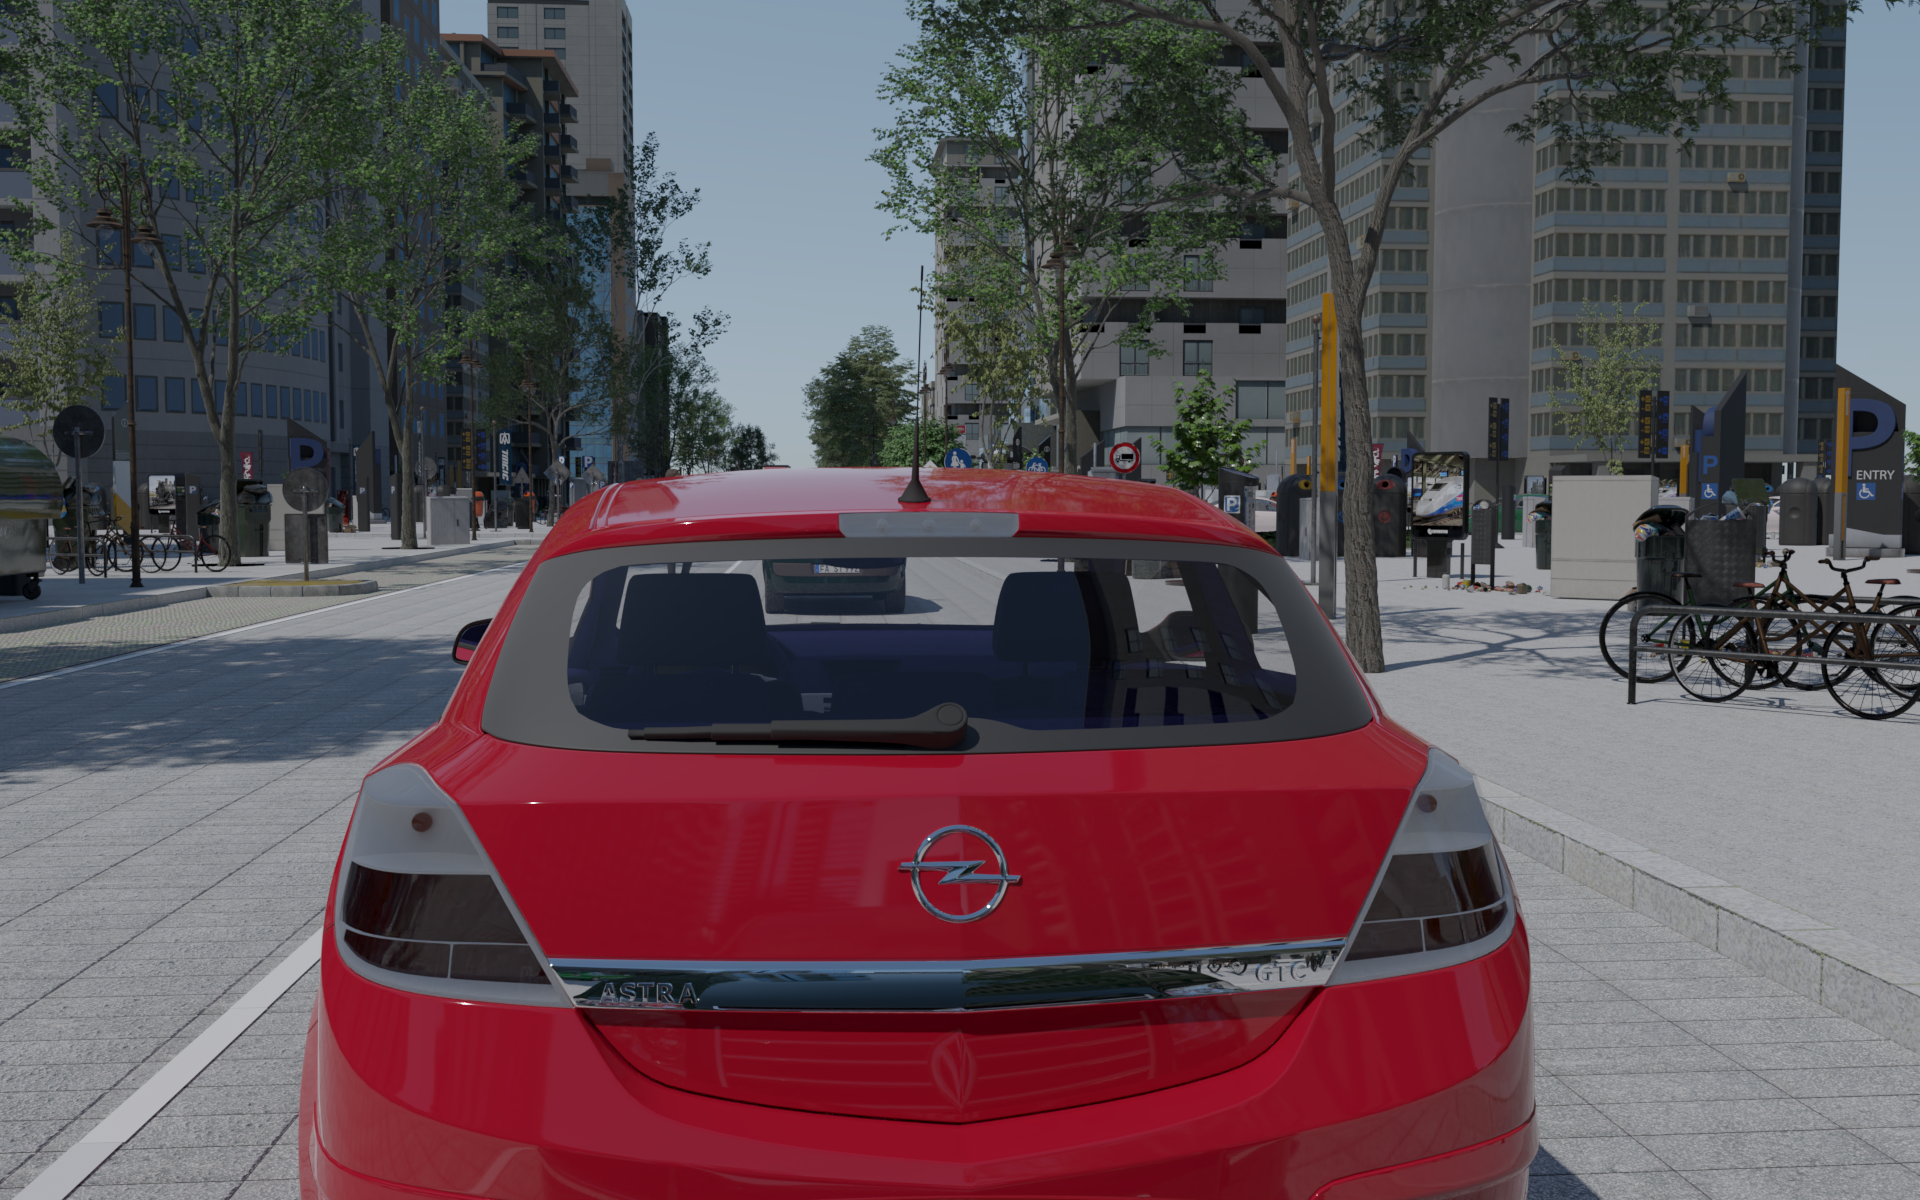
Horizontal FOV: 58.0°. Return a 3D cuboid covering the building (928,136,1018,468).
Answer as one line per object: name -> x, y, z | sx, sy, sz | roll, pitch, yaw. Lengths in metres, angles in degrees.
building -> 10.635, -40.458, 250.726 | 28.713, 52.752, 27.495 | 0, 4, -5

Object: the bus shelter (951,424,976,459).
bus shelter -> -0.506, -7.299, 96.976 | 2.179, 5.291, 8.768 | 0, 4, -5

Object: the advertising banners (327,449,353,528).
advertising banners -> -23.631, -4.293, 66.376 | 2.074, 3.025, 0.090 | -3, 5, -45

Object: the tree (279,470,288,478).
tree -> -28.057, -4.878, 74.354 | 1.663, 3.219, 1.824 | 0, 3, 0

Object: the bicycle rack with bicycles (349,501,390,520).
bicycle rack with bicycles -> -29.359, -4.297, 83.644 | 2.925, 0.926, 2.852 | 2, 4, 35

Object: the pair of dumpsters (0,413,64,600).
pair of dumpsters -> -11.483, -1.002, 18.880 | 1.574, 2.255, 4.437 | 0, 4, -5

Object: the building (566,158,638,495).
building -> -51.458, -35.731, 234.311 | 14.600, 45.320, 14.200 | 0, 4, -5

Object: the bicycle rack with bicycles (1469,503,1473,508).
bicycle rack with bicycles -> 36.923, -6.931, 126.697 | 2.852, 0.926, 2.925 | -1, 4, -17

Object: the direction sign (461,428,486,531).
direction sign -> -16.846, -4.164, 60.072 | 0.876, 3.537, 0.379 | -3, 4, -37

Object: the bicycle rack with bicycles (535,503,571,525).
bicycle rack with bicycles -> -16.718, -3.698, 73.849 | 2.925, 0.926, 2.852 | -1, 4, -18

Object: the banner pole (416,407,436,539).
banner pole -> -15.377, -3.634, 49.440 | 0.401, 3.779, 0.863 | 0, 4, -2

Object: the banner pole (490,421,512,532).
banner pole -> -15.636, -4.221, 59.030 | 0.863, 3.779, 0.401 | 1, 4, 14

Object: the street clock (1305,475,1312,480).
street clock -> 13.065, -3.687, 64.860 | 0.471, 2.002, 0.358 | -2, 4, -34

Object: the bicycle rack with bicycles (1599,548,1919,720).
bicycle rack with bicycles -> 5.330, 0.162, 10.736 | 2.852, 0.926, 2.925 | -3, 5, -43

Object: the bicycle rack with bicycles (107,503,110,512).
bicycle rack with bicycles -> -32.222, -3.234, 66.261 | 2.925, 0.926, 2.852 | -2, 4, -29

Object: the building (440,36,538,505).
building -> -52.220, -27.496, 141.443 | 32.217, 40.220, 23.993 | 0, 4, -5

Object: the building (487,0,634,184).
building -> -55.669, -49.706, 250.949 | 20.563, 71.187, 20.611 | 0, 4, -5

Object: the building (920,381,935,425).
building -> 8.199, -26.605, 280.035 | 27.650, 21.520, 28.899 | 0, 4, -5

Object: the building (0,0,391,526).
building -> -41.527, -32.997, 81.493 | 21.231, 58.520, 28.212 | 0, 4, -5

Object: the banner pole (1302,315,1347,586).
banner pole -> 5.177, -2.106, 24.442 | 0.863, 3.779, 0.401 | -2, 4, -32

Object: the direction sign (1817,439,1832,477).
direction sign -> 35.805, -4.880, 71.783 | 0.876, 3.537, 0.379 | -2, 4, -30

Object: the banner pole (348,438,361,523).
banner pole -> -27.162, -5.366, 77.746 | 0.863, 3.779, 0.401 | 1, 4, 21

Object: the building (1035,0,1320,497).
building -> 20.171, -32.546, 121.371 | 28.713, 52.752, 27.495 | 0, 4, -5

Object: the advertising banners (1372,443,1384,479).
advertising banners -> 13.577, -3.895, 59.866 | 2.074, 3.025, 0.090 | 1, 4, 13

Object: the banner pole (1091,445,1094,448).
banner pole -> 7.022, -6.055, 89.013 | 0.863, 3.779, 0.401 | 2, 4, 28

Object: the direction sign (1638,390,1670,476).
direction sign -> 15.165, -2.809, 37.918 | 0.876, 3.537, 0.379 | -2, 4, -26

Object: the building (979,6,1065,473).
building -> 14.567, -53.079, 180.517 | 22.319, 86.520, 31.000 | 0, 4, -5

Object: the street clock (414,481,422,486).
street clock -> -30.284, -5.630, 96.617 | 0.471, 2.002, 0.358 | -3, 5, -41

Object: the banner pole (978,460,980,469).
banner pole -> 1.622, -8.427, 127.790 | 0.863, 3.779, 0.401 | 1, 4, 20

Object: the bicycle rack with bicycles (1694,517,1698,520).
bicycle rack with bicycles -> 20.064, -2.254, 50.238 | 2.852, 0.926, 2.925 | -1, 4, -19

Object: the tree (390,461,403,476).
tree -> -32.296, -6.462, 100.255 | 1.663, 3.219, 1.824 | 0, 3, 0

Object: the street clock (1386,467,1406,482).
street clock -> 11.667, -2.558, 46.386 | 0.471, 2.002, 0.358 | 3, 5, 39

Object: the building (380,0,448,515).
building -> -41.761, -28.197, 111.131 | 14.600, 45.320, 14.200 | 0, 4, -5

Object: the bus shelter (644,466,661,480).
bus shelter -> -23.021, -8.171, 127.516 | 2.014, 3.302, 5.546 | 0, 4, -5

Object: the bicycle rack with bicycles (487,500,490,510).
bicycle rack with bicycles -> -26.441, -5.075, 96.365 | 2.852, 0.926, 2.925 | -1, 4, -22

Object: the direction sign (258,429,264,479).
direction sign -> -24.584, -4.218, 60.959 | 0.379, 3.537, 0.876 | -1, 4, -14

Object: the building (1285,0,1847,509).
building -> 31.086, -24.345, 89.930 | 23.993, 40.220, 32.217 | 0, 4, -5

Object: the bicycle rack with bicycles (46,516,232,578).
bicycle rack with bicycles -> -13.663, -0.884, 27.833 | 2.925, 0.926, 2.852 | 2, 4, 23

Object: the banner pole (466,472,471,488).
banner pole -> -21.672, -5.281, 76.363 | 0.401, 3.779, 0.863 | 0, 4, -1

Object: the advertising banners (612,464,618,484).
advertising banners -> -20.976, -6.507, 102.579 | 2.074, 3.025, 0.090 | 2, 4, 30

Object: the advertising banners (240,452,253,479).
advertising banners -> -28.704, -4.614, 71.631 | 2.074, 3.025, 0.090 | 0, 4, -1

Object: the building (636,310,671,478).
building -> -52.887, -30.488, 270.172 | 14.160, 30.474, 14.107 | 0, 4, -5

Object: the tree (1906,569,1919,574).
tree -> 16.045, -2.038, 27.919 | 1.663, 3.219, 1.824 | 0, 3, 0

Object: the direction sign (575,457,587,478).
direction sign -> -23.026, -6.958, 105.759 | 0.876, 3.537, 0.379 | -1, 4, -16

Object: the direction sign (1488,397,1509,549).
direction sign -> 12.670, -2.985, 40.804 | 0.876, 3.537, 0.379 | -3, 5, -43

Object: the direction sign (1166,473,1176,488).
direction sign -> 12.652, -6.720, 101.876 | 0.379, 3.537, 0.876 | -3, 4, -36

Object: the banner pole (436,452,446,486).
banner pole -> -30.973, -6.917, 103.114 | 0.401, 3.779, 0.863 | 3, 5, 40

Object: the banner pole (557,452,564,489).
banner pole -> -23.797, -6.909, 102.972 | 0.401, 3.779, 0.863 | 2, 4, 28

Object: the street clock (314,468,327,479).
street clock -> -18.167, -2.718, 49.006 | 0.471, 2.002, 0.358 | 1, 4, 20

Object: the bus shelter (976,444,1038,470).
bus shelter -> 1.919, -4.798, 72.364 | 2.014, 3.302, 5.546 | 0, 4, -5

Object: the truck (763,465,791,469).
truck -> -17.828, -10.978, 168.406 | 2.839, 4.237, 11.283 | 0, 4, -4

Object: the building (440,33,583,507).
building -> -49.000, -31.402, 168.049 | 22.147, 44.769, 28.867 | 0, 4, -5
